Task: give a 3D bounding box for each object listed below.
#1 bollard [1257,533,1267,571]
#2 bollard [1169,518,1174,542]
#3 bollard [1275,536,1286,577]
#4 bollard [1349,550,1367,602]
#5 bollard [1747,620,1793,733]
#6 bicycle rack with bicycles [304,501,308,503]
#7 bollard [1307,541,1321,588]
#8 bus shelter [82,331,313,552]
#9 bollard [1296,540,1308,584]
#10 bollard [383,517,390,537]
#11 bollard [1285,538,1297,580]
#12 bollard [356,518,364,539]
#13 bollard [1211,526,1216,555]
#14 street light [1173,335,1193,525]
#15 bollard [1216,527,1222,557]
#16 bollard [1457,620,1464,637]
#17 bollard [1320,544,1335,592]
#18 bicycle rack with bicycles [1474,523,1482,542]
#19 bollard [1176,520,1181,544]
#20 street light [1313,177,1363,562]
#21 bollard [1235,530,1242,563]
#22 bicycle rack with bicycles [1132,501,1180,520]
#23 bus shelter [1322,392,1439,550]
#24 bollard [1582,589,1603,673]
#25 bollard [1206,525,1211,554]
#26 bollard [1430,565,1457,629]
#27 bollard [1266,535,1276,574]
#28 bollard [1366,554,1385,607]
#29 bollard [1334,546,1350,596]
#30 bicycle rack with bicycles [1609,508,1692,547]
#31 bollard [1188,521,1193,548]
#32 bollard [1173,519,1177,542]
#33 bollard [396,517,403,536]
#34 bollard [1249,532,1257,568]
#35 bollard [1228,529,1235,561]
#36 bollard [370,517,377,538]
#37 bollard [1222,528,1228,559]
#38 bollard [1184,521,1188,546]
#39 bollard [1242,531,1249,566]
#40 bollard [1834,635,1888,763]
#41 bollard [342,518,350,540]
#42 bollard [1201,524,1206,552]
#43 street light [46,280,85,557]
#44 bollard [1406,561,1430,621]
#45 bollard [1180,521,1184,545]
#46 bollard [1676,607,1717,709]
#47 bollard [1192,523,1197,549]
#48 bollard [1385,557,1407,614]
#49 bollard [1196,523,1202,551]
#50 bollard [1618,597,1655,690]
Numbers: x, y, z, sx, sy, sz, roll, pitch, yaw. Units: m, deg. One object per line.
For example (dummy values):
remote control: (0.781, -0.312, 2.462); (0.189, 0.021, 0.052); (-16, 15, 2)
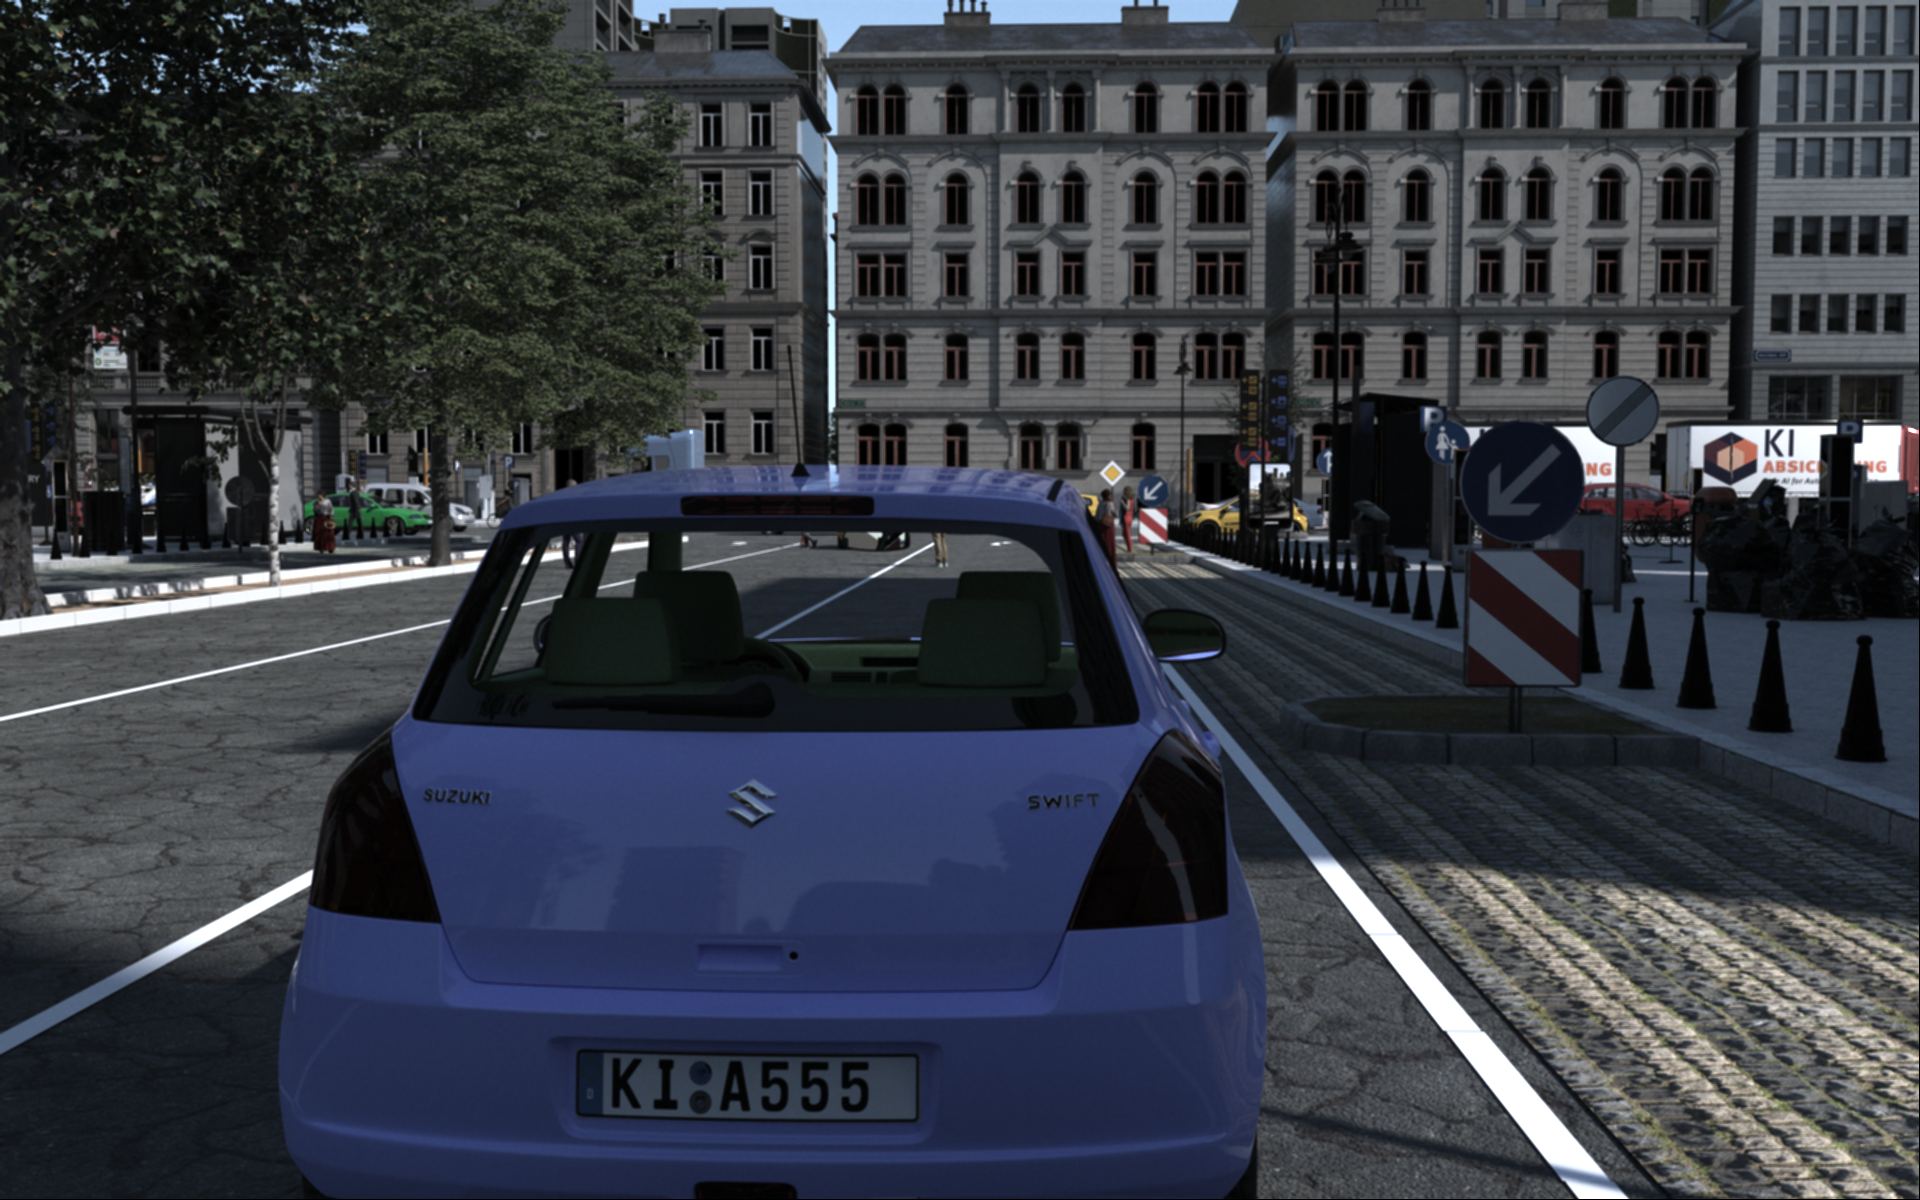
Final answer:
bollard: (5.152, -0.793, 29.001); (0.229, 0.601, 0.229); (0, 3, 0)
bollard: (5.825, -1.866, 46.551); (0.229, 0.601, 0.229); (0, 3, 0)
bollard: (5.077, -0.666, 26.933); (0.229, 0.601, 0.229); (0, 3, 0)
bollard: (4.834, -0.288, 20.748); (0.229, 0.601, 0.229); (0, 3, 0)
bollard: (4.401, 0.407, 9.391); (0.229, 0.601, 0.229); (0, 3, 0)
bicycle rack with bicycles: (-45.777, -6.806, 124.665); (2.925, 0.926, 2.852); (-3, 5, -45)
bollard: (4.954, -0.477, 23.848); (0.229, 0.601, 0.229); (0, 3, 0)
bus shelter: (-18.783, -3.974, 42.610); (2.179, 5.291, 8.768); (0, 4, 2)
bollard: (4.993, -0.541, 24.881); (0.229, 0.601, 0.229); (0, 3, 0)
bollard: (-17.053, -2.167, 51.473); (0.229, 0.601, 0.229); (0, 3, 0)
bollard: (5.034, -0.603, 25.907); (0.229, 0.601, 0.229); (0, 3, 0)
bollard: (-17.130, -2.042, 49.421); (0.229, 0.601, 0.229); (0, 3, 0)
bollard: (5.428, -1.234, 36.212); (0.229, 0.601, 0.229); (0, 3, 0)
street light: (6.455, -4.741, 50.298); (0.468, 5.910, 1.993); (0, 4, 2)
bollard: (5.388, -1.170, 35.172); (0.229, 0.601, 0.229); (0, 3, 0)
bollard: (4.642, 0.029, 15.565); (0.229, 0.601, 0.229); (0, 3, 0)
bollard: (4.915, -0.415, 22.822); (0.229, 0.601, 0.229); (0, 3, 0)
bicycle rack with bicycles: (14.399, -2.078, 47.356); (2.925, 0.926, 2.852); (0, 4, 0)
bollard: (5.746, -1.740, 44.482); (0.229, 0.601, 0.229); (0, 3, 0)
street light: (5.574, -3.236, 25.698); (0.468, 5.910, 1.993); (0, 4, 2)
bollard: (5.271, -0.981, 32.081); (0.229, 0.601, 0.229); (0, 3, 0)
bicycle rack with bicycles: (9.463, -4.364, 84.728); (2.925, 0.926, 2.852); (-1, 4, -17)
bus shelter: (10.387, -3.171, 43.127); (1.731, 3.624, 6.357); (0, 4, 2)
bollard: (4.519, 0.217, 12.486); (0.229, 0.601, 0.229); (0, 3, 0)
bollard: (5.468, -1.296, 37.238); (0.229, 0.601, 0.229); (0, 3, 0)
bollard: (4.678, -0.035, 16.610); (0.229, 0.601, 0.229); (0, 3, 0)
bollard: (5.114, -0.730, 27.975); (0.229, 0.601, 0.229); (0, 3, 0)
bollard: (4.797, -0.225, 19.713); (0.229, 0.601, 0.229); (0, 3, 0)
bollard: (4.875, -0.352, 21.789); (0.229, 0.601, 0.229); (0, 3, 0)
bicycle rack with bicycles: (17.384, -1.795, 42.725); (2.925, 0.926, 2.852); (3, 5, 40)
bollard: (5.628, -1.549, 41.370); (0.229, 0.601, 0.229); (0, 3, 0)
bollard: (5.786, -1.802, 45.508); (0.229, 0.601, 0.229); (0, 3, 0)
bollard: (-17.009, -2.230, 52.501); (0.229, 0.601, 0.229); (0, 3, 0)
bollard: (5.190, -0.855, 30.027); (0.229, 0.601, 0.229); (0, 3, 0)
bollard: (5.308, -1.045, 33.120); (0.229, 0.601, 0.229); (0, 3, 0)
bollard: (-17.088, -2.104, 50.447); (0.229, 0.601, 0.229); (0, 3, 0)
bollard: (5.347, -1.107, 34.146); (0.229, 0.601, 0.229); (0, 3, 0)
bollard: (5.666, -1.612, 42.396); (0.229, 0.601, 0.229); (0, 3, 0)
bollard: (5.231, -0.918, 31.055); (0.229, 0.601, 0.229); (0, 3, 0)
bollard: (4.361, 0.470, 8.365); (0.229, 0.601, 0.229); (0, 3, 0)
bollard: (-17.168, -1.979, 48.395); (0.229, 0.601, 0.229); (0, 3, 0)
bollard: (5.508, -1.360, 38.270); (0.229, 0.601, 0.229); (0, 3, 0)
street light: (-18.139, -3.828, 35.374); (0.468, 5.910, 1.993); (0, 4, 2)
bollard: (4.716, -0.098, 17.636); (0.229, 0.601, 0.229); (0, 3, 0)
bollard: (5.705, -1.675, 43.432); (0.229, 0.601, 0.229); (0, 3, 0)
bollard: (4.437, 0.344, 10.417); (0.229, 0.601, 0.229); (0, 3, 0)
bollard: (5.588, -1.486, 40.344); (0.229, 0.601, 0.229); (0, 3, 0)
bollard: (4.756, -0.162, 18.687); (0.229, 0.601, 0.229); (0, 3, 0)
bollard: (5.549, -1.423, 39.308); (0.229, 0.601, 0.229); (0, 3, 0)
bollard: (4.481, 0.281, 11.454); (0.229, 0.601, 0.229); (0, 3, 0)
